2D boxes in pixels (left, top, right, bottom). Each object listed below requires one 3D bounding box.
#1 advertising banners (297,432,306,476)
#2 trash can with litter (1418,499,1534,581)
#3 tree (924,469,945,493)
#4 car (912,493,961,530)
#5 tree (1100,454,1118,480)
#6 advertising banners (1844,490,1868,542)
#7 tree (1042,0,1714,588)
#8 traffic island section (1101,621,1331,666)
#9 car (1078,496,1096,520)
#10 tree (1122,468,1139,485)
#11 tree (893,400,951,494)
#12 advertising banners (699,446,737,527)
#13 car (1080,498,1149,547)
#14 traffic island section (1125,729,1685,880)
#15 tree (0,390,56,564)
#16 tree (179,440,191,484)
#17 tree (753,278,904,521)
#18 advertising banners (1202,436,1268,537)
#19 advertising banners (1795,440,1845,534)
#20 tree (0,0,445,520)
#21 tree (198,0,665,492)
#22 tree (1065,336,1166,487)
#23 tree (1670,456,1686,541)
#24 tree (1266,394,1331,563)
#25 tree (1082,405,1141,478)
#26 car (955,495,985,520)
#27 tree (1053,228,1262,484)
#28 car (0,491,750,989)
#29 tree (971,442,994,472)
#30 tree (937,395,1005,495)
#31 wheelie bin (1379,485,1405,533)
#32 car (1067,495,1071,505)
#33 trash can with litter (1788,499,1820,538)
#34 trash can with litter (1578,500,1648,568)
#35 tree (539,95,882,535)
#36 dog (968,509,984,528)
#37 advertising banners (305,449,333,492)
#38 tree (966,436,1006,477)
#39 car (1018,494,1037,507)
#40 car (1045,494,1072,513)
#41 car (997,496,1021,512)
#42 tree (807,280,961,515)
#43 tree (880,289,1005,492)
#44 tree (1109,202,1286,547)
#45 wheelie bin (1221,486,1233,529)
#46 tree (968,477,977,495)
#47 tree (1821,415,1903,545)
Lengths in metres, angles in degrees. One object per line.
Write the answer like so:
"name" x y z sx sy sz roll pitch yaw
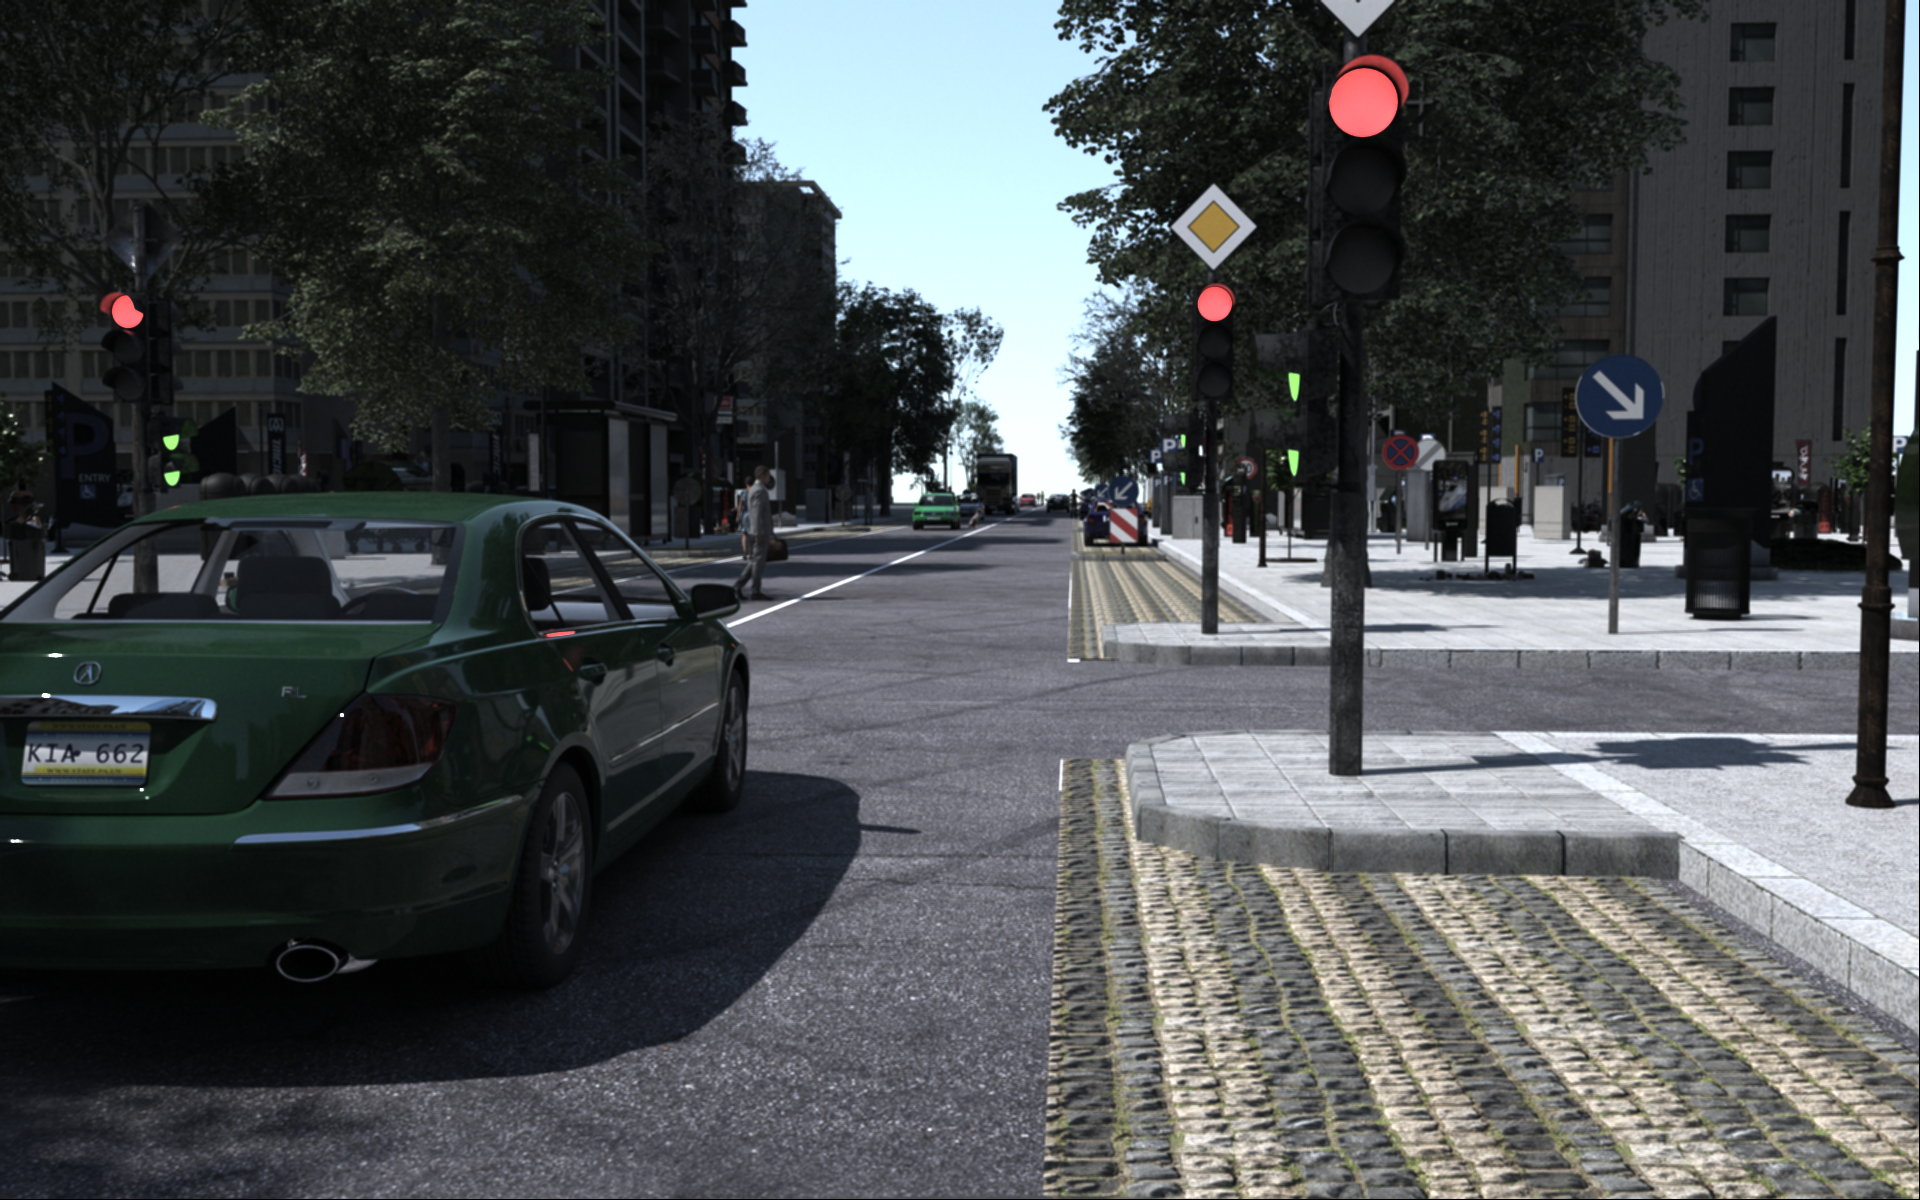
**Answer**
"advertising banners" -19.135 -3.293 50.021 0.090 3.025 2.074 -2 4 -25
"trash can with litter" 7.804 -0.928 26.236 2.233 1.210 1.678 -1 4 -19
"tree" -2.151 -8.444 132.660 1.663 3.219 1.824 0 3 0
"car" -0.934 -3.762 70.297 1.959 1.807 4.718 0 4 3
"tree" 16.931 -14.909 194.119 4.737 8.622 4.395 0 3 0
"advertising banners" 24.698 -3.112 47.070 2.074 3.025 0.090 -3 4 -36
"tree" 5.307 -7.154 23.622 9.857 13.997 8.962 0 3 0
"traffic island section" 2.314 0.390 15.904 2.009 0.180 2.903 0 4 4
"car" 7.553 -5.156 96.882 1.945 1.354 3.894 0 4 4
"tree" 11.559 -7.483 116.952 1.663 3.219 1.824 0 3 0
"tree" -2.672 -10.821 127.281 4.360 8.622 3.978 0 3 0
"advertising banners" -8.456 -4.078 62.865 2.074 3.025 0.090 0 4 7
"car" 4.316 -2.184 48.293 1.945 1.354 3.894 0 4 4
"traffic island section" 1.787 0.877 7.936 2.009 0.180 2.903 0 4 4
"tree" -17.682 -2.302 32.243 1.663 3.219 1.824 0 3 0
"tree" -25.477 -3.799 56.707 1.663 3.219 1.824 0 3 0
"tree" -6.464 -9.635 83.280 9.928 11.665 9.643 0 3 0
"advertising banners" 8.166 -3.394 51.687 2.074 3.025 0.090 1 4 22
"advertising banners" 27.951 -3.652 55.893 2.074 3.025 0.090 0 4 1
"tree" -10.436 -5.378 22.342 8.767 10.594 7.601 1 4 8
"tree" -9.164 -6.879 30.598 7.486 12.596 7.792 0 3 0
"tree" 11.092 -12.523 122.885 7.486 12.596 7.792 0 3 0
"tree" 20.412 -3.260 47.901 1.663 3.219 1.824 0 3 0
"tree" 6.180 -2.331 32.714 1.663 3.219 1.824 0 3 0
"tree" 16.583 -15.730 182.937 9.928 11.665 9.643 0 3 0
"car" 0.395 -5.142 96.075 2.014 1.417 4.499 0 4 5
"tree" 9.411 -10.285 78.536 12.009 13.543 11.850 0 3 0
"car" -1.985 0.325 6.483 2.131 1.459 4.920 0 4 3
"tree" 3.460 -17.087 229.736 4.737 8.622 4.395 0 3 0
"tree" 0.966 -15.669 181.942 9.928 11.665 9.643 0 3 0
"wheelie bin" 14.461 -3.062 57.974 0.693 1.594 0.980 -1 4 -17
"car" 13.108 -12.690 219.845 2.083 1.381 4.827 0 4 5
"trash can with litter" 18.509 -1.629 38.016 0.624 1.170 1.055 2 4 24
"trash can with litter" 11.354 -1.145 30.113 1.055 1.170 0.624 0 4 5
"tree" -7.952 -8.794 54.157 12.009 13.543 11.850 0 3 0
"dog" 0.579 -3.477 73.679 0.513 0.831 0.800 -3 4 -38
"advertising banners" -25.004 -4.362 67.508 2.074 3.025 0.090 1 4 22
"tree" 4.269 -19.254 249.217 7.601 10.594 8.767 1 4 10
"car" 7.610 -11.322 194.158 2.155 1.783 4.494 0 4 5
"car" 7.639 -7.501 134.446 2.131 1.459 4.920 0 4 3
"car" 4.010 -7.985 142.919 2.083 1.381 4.827 0 4 2
"tree" -4.463 -12.123 104.868 9.857 13.997 8.962 0 3 0
"tree" -2.530 -18.640 160.658 12.611 20.169 13.585 0 3 0
"tree" 5.990 -5.570 41.430 4.360 8.622 3.978 0 3 0
"wheelie bin" 10.078 -3.430 63.981 0.980 1.594 0.693 3 5 44
"tree" 1.396 -11.838 188.145 1.663 3.219 1.824 0 3 0
"tree" 22.284 -2.928 42.482 1.663 3.219 1.824 0 3 0
